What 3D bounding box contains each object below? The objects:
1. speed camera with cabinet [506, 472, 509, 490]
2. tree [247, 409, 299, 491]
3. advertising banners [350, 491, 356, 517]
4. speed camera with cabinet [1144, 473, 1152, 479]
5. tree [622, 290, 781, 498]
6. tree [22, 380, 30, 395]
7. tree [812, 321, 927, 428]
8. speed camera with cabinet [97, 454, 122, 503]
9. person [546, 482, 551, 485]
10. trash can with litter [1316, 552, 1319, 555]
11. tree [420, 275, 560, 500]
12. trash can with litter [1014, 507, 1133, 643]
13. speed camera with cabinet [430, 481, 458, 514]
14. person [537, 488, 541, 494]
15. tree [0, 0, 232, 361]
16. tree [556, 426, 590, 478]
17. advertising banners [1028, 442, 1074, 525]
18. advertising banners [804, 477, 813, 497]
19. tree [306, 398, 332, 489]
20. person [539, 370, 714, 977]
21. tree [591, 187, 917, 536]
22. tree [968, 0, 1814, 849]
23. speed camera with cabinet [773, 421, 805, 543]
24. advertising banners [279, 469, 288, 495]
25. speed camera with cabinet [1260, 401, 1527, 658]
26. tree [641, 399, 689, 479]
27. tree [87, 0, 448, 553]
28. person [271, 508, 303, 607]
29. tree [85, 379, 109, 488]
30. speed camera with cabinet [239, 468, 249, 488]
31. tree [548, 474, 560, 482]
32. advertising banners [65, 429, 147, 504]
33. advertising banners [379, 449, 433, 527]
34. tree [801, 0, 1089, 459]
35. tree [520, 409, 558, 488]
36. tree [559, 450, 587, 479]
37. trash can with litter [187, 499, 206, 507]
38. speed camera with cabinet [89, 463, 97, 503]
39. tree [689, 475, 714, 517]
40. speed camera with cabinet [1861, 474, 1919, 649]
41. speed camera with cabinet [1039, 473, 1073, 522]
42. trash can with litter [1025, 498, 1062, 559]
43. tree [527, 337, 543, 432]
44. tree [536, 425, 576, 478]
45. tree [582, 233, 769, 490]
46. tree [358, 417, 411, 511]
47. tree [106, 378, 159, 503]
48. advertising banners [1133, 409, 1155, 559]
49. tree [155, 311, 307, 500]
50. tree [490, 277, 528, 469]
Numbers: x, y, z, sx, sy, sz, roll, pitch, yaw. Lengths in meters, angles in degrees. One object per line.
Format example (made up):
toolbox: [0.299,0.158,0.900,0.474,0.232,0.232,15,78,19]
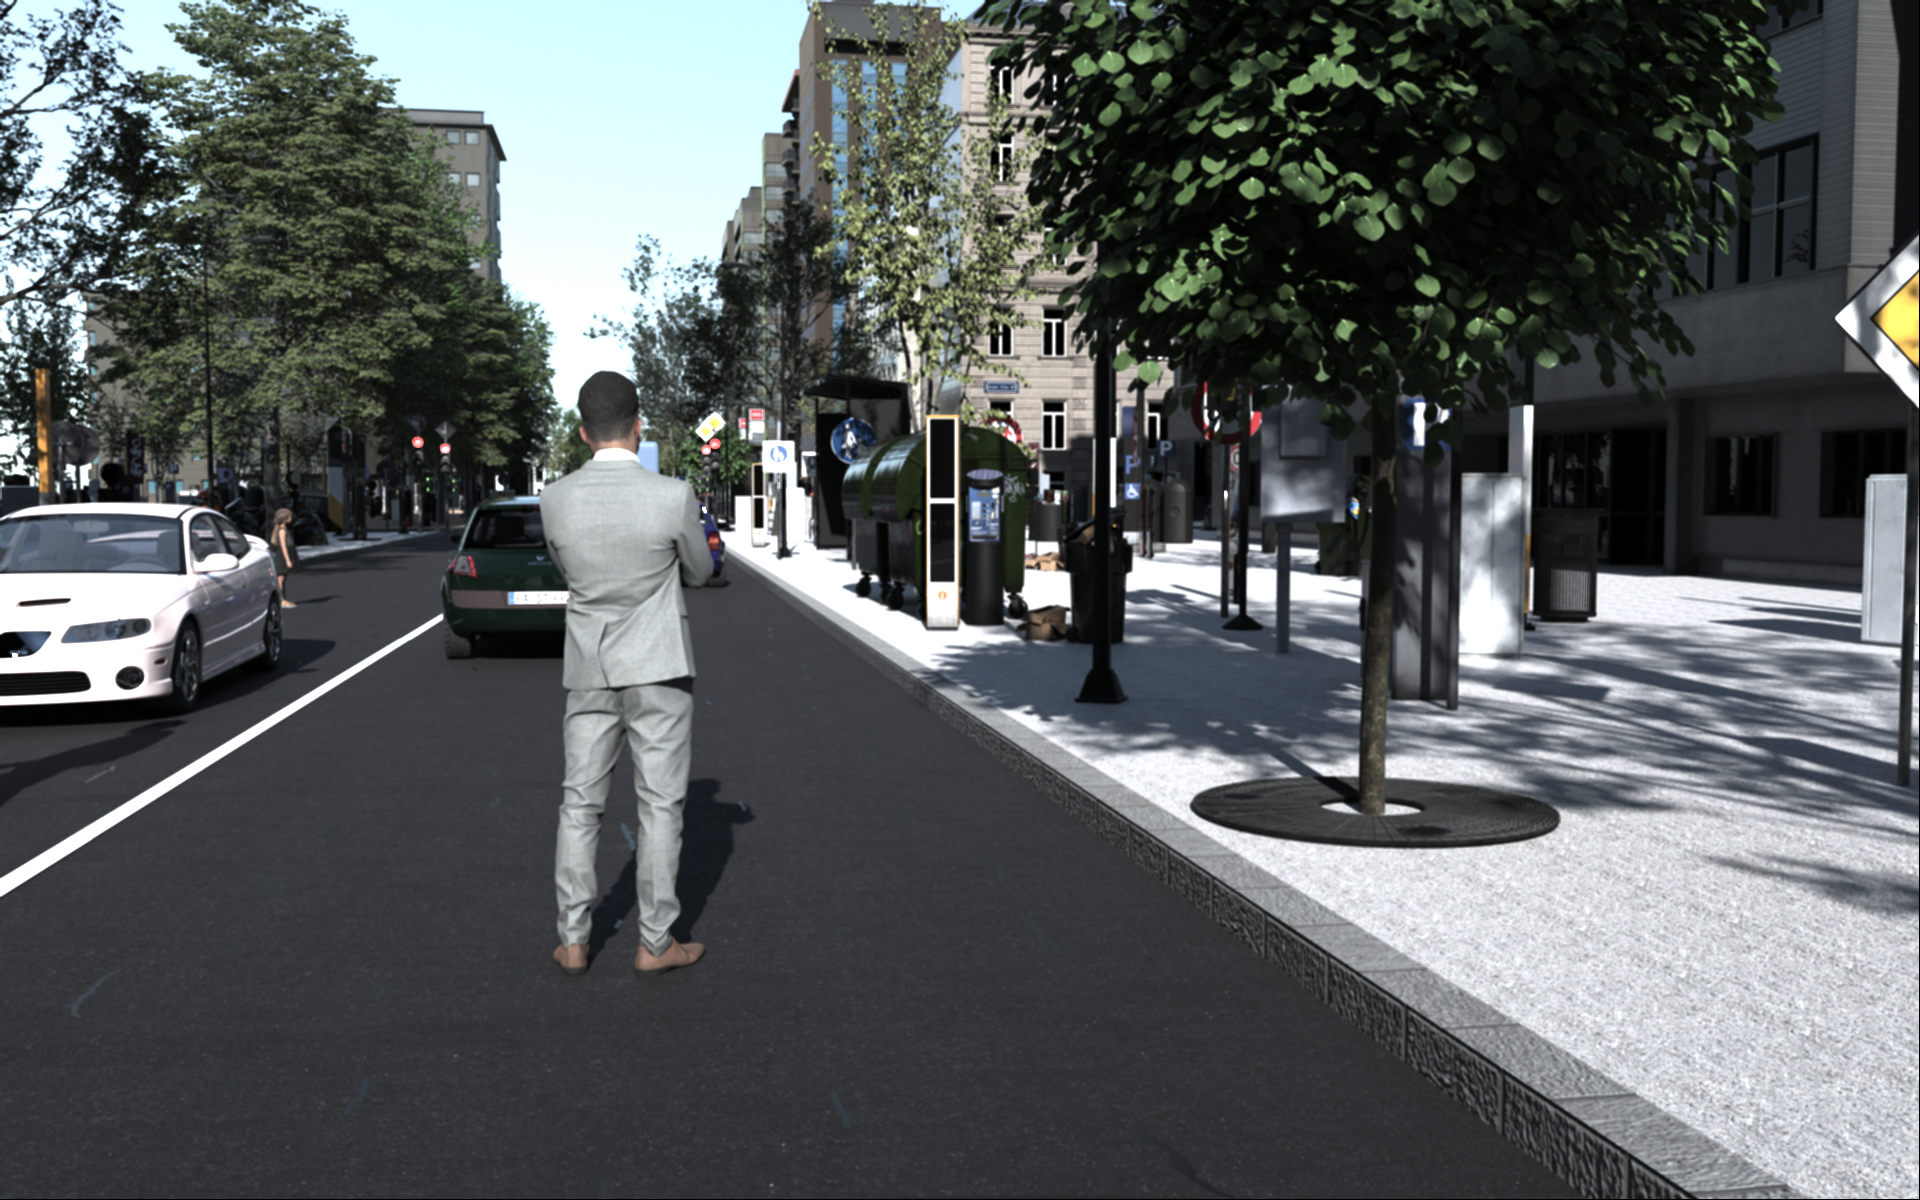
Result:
speed camera with cabinet: [-31.528,-7.732,120.759,0.660,3.252,2.038,0,4,-5]
tree: [-51.431,-11.025,130.623,4.737,8.622,4.395,0,3,0]
advertising banners: [-34.805,-6.285,98.953,0.090,3.025,2.074,-2,4,-31]
speed camera with cabinet: [7.881,-4.980,75.759,0.660,3.252,2.038,1,4,20]
tree: [-15.783,-11.863,104.330,12.009,13.543,11.850,0,3,0]
tree: [-40.776,-7.381,71.040,4.360,8.622,3.978,0,3,0]
tree: [-3.632,-7.485,72.748,4.360,8.622,3.978,0,3,0]
speed camera with cabinet: [-40.727,-5.470,83.762,0.660,3.252,2.038,0,4,1]
person: [-13.119,-2.846,55.215,0.466,1.800,0.511,-1,4,-14]
trash can with litter: [7.678,-1.423,34.655,1.055,1.170,0.624,1,4,21]
tree: [-27.350,-11.813,99.798,9.857,13.997,8.962,0,3,0]
trash can with litter: [0.968,-0.224,15.058,1.055,1.170,0.624,2,4,32]
speed camera with cabinet: [-33.150,-7.109,110.564,2.038,3.252,0.660,-2,4,-35]
person: [-23.384,-5.343,96.405,0.362,1.759,0.519,-1,4,-19]
tree: [-13.579,-5.427,23.151,7.601,10.594,8.767,-1,4,-23]
tree: [-50.810,-18.199,231.964,7.601,10.594,8.767,-1,4,-11]
advertising banners: [3.020,-3.790,58.152,0.090,3.025,2.074,-3,5,-44]
advertising banners: [-8.635,-6.238,98.173,0.090,3.025,2.074,1,4,17]
tree: [-40.008,-9.561,106.688,4.360,8.622,3.978,0,3,0]
person: [-1.009,0.207,5.296,0.511,1.800,0.466,0,4,-5]
tree: [-5.363,-7.233,52.674,7.601,10.594,8.767,2,4,27]
tree: [1.598,-1.410,6.775,4.285,4.588,4.351,0,3,0]
speed camera with cabinet: [-4.595,-3.196,46.591,0.660,3.252,2.038,-1,4,-13]
advertising banners: [-47.024,-7.597,120.397,0.090,3.025,2.074,0,4,-7]
speed camera with cabinet: [3.457,-1.196,13.894,2.038,3.252,0.660,1,4,11]
tree: [-34.698,-17.641,206.563,7.486,12.596,7.792,0,3,0]
tree: [-14.722,-7.329,37.962,7.486,12.596,7.792,0,3,0]
person: [-8.563,-0.542,22.024,0.373,1.253,0.362,-1,4,-12]
tree: [-51.644,-9.535,106.263,4.360,8.622,3.978,0,3,0]
speed camera with cabinet: [-48.740,-7.570,118.103,0.660,3.252,2.038,-2,4,-25]
tree: [-36.219,-9.761,154.197,1.663,3.219,1.824,0,3,0]
advertising banners: [-22.812,-3.065,46.300,2.074,3.025,0.090,-2,4,-28]
advertising banners: [-21.629,-4.368,67.608,2.074,3.025,0.090,-3,5,-40]
tree: [-0.395,-4.520,24.268,4.737,8.622,4.395,0,3,0]
tree: [-36.421,-12.142,148.881,4.360,8.622,3.978,0,3,0]
tree: [-59.615,-21.992,276.570,9.611,12.733,9.660,0,3,0]
trash can with litter: [-16.275,-1.519,36.228,1.055,1.170,0.624,1,4,14]
speed camera with cabinet: [-55.355,-7.135,110.986,0.660,3.252,2.038,-1,4,-17]
tree: [-14.212,-6.149,95.140,1.663,3.219,1.824,0,3,0]
speed camera with cabinet: [8.735,-1.251,14.789,2.038,3.252,0.660,-1,4,-20]
speed camera with cabinet: [4.008,-4.971,75.611,0.660,3.252,2.038,-3,5,-45]
trash can with litter: [1.389,-1.417,34.233,2.233,1.210,1.678,1,4,13]
tree: [-24.962,-10.448,88.954,7.486,12.596,7.792,0,3,0]
tree: [-41.624,-13.925,178.032,4.737,8.622,4.395,0,3,0]
tree: [-20.669,-16.577,126.928,12.611,20.169,13.585,0,3,0]
tree: [-43.927,-11.149,132.644,4.360,8.622,3.978,0,3,0]
tree: [-44.507,-8.930,96.376,4.360,8.622,3.978,0,3,0]
advertising banners: [3.714,-2.385,35.178,0.090,3.025,2.074,0,4,-5]
tree: [-29.157,-7.285,69.473,4.360,8.622,3.978,0,3,0]
tree: [-22.212,-9.436,72.413,7.486,12.596,7.792,0,3,0]
